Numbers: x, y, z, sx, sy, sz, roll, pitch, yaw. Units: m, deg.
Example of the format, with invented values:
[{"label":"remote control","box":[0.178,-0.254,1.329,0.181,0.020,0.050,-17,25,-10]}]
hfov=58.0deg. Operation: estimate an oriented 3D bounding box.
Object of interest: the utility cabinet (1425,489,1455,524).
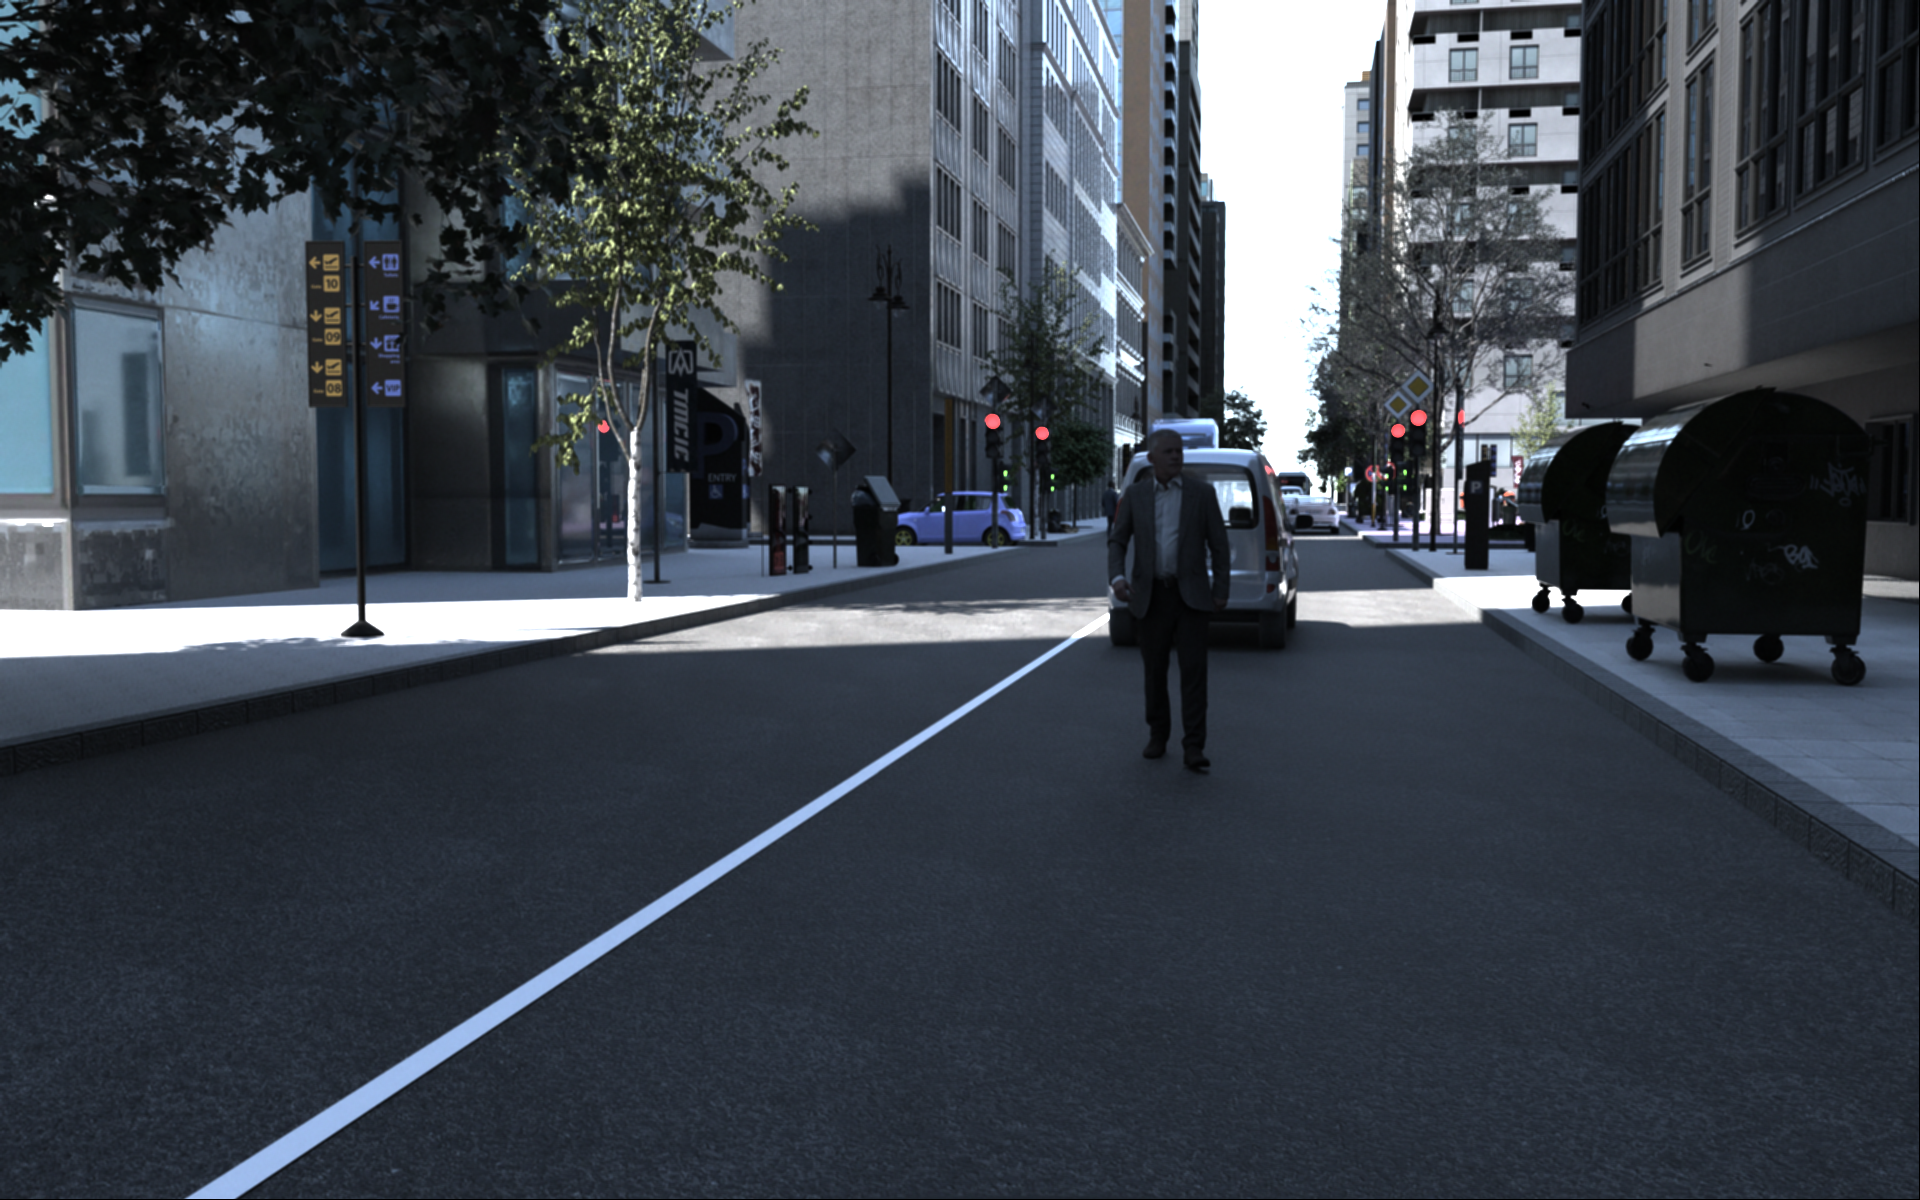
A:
[{"label":"utility cabinet","box":[20.458,-3.984,73.821,1.173,1.500,0.318,1,4,11]}]

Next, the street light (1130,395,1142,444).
[{"label":"street light","box":[8.240,-6.624,81.093,0.468,5.910,1.993,1,4,11]}]

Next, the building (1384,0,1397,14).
[{"label":"building","box":[44.309,-30.789,153.510,14.600,45.320,14.200,1,4,11]}]

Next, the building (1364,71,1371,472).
[{"label":"building","box":[46.684,-31.644,167.488,14.600,45.320,14.200,1,4,11]}]

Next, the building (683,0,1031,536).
[{"label":"building","box":[-4.894,-14.975,62.860,12.078,24.808,19.932,1,4,11]}]

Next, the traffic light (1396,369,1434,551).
[{"label":"traffic light","box":[10.279,-3.065,39.036,0.839,4.253,0.868,1,4,11]}]

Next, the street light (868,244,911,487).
[{"label":"street light","box":[-1.306,-3.637,32.250,0.468,5.910,1.993,1,4,11]}]

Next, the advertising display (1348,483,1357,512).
[{"label":"advertising display","box":[22.117,-5.599,96.752,0.974,1.923,0.123,-1,4,-23]}]

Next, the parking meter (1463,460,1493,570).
[{"label":"parking meter","box":[8.791,-1.454,29.491,0.399,1.863,0.255,2,4,28]}]

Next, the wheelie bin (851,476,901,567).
[{"label":"wheelie bin","box":[-1.524,-1.397,30.752,0.693,1.594,0.980,2,4,33]}]

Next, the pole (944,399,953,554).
[{"label":"pole","box":[-0.247,-2.649,37.150,0.158,3.312,0.155,0,3,0]}]

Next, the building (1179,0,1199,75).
[{"label":"building","box":[21.693,-47.741,218.816,20.563,71.187,20.611,1,4,11]}]

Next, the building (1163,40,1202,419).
[{"label":"building","box":[13.770,-34.071,180.757,21.300,48.544,21.600,1,4,11]}]

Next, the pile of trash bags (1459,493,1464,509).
[{"label":"pile of trash bags","box":[30.223,-5.447,98.816,3.447,1.369,1.912,0,4,0]}]

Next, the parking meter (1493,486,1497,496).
[{"label":"parking meter","box":[34.449,-6.492,111.861,0.399,1.863,0.255,3,4,36]}]

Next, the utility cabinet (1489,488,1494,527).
[{"label":"utility cabinet","box":[19.555,-3.404,64.335,0.318,1.500,1.173,2,4,26]}]

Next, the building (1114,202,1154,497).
[{"label":"building","box":[5.819,-16.874,112.042,11.583,22.565,21.152,1,4,11]}]

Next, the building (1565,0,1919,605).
[{"label":"building","box":[17.046,-13.977,22.030,14.314,27.812,24.014,1,4,11]}]

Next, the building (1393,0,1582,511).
[{"label":"building","box":[47.413,-33.163,131.451,28.713,52.752,27.495,1,4,11]}]

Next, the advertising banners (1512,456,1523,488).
[{"label":"advertising banners","box":[26.235,-5.071,79.096,2.074,3.025,0.090,1,4,11]}]

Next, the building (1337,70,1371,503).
[{"label":"building","box":[64.657,-43.072,246.225,21.231,58.520,28.212,1,4,11]}]

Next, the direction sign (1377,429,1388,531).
[{"label":"direction sign","box":[14.880,-4.216,60.926,0.379,3.537,0.876,2,4,30]}]

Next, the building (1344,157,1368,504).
[{"label":"building","box":[54.693,-32.302,211.724,14.154,41.232,14.086,1,4,11]}]

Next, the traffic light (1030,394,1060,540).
[{"label":"traffic light","box":[2.370,-3.656,48.691,0.839,4.253,0.868,1,4,11]}]

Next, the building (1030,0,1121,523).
[{"label":"building","box":[0.943,-18.922,86.863,11.434,29.767,29.804,1,4,11]}]

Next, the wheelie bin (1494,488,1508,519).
[{"label":"wheelie bin","box":[28.143,-5.022,90.018,0.693,1.594,0.980,0,4,1]}]

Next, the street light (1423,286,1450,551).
[{"label":"street light","box":[10.586,-4.026,38.607,0.468,5.910,1.993,1,4,11]}]

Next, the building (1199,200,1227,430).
[{"label":"building","box":[28.784,-33.786,235.993,14.154,41.232,14.086,1,4,11]}]

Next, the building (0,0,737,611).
[{"label":"building","box":[-20.294,-25.073,29.552,30.456,49.044,23.786,1,4,11]}]

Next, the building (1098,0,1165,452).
[{"label":"building","box":[7.945,-29.405,130.888,14.600,45.320,14.200,1,4,11]}]

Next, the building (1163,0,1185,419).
[{"label":"building","box":[9.172,-51.358,152.373,22.319,86.520,31.000,1,4,11]}]

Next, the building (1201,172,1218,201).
[{"label":"building","box":[27.995,-39.093,258.773,23.786,49.044,30.456,1,4,11]}]

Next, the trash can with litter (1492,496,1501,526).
[{"label":"trash can with litter","box":[18.545,-2.950,59.297,1.678,1.210,2.233,2,4,30]}]

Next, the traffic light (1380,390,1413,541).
[{"label":"traffic light","box":[11.808,-3.545,46.874,0.839,4.253,0.868,1,4,11]}]

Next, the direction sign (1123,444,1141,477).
[{"label":"direction sign","box":[7.713,-5.248,77.808,0.876,3.537,0.379,2,4,29]}]

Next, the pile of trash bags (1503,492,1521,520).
[{"label":"pile of trash bags","box":[28.638,-4.682,86.297,3.447,1.369,1.912,-1,4,-14]}]

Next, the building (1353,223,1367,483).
[{"label":"building","box":[48.873,-25.167,183.188,14.160,30.474,14.107,1,4,11]}]

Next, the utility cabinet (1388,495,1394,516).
[{"label":"utility cabinet","box":[24.849,-5.425,99.861,0.306,1.237,1.020,0,4,8]}]

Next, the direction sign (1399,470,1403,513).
[{"label":"direction sign","box":[30.139,-7.784,119.269,0.876,3.537,0.379,-1,4,-13]}]

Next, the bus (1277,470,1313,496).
[{"label":"bus","box":[28.061,-9.210,145.443,2.948,3.499,13.247,1,4,13]}]

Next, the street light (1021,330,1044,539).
[{"label":"street light","box":[2.045,-4.662,49.004,0.468,5.910,1.993,1,4,11]}]

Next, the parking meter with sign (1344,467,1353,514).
[{"label":"parking meter with sign","box":[25.760,-7.212,114.184,0.543,3.016,1.738,2,4,24]}]

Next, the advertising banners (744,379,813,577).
[{"label":"advertising banners","box":[-2.858,-1.900,27.255,0.090,3.025,2.074,2,4,24]}]

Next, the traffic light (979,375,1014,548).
[{"label":"traffic light","box":[0.842,-3.176,40.853,0.839,4.253,0.868,1,4,11]}]

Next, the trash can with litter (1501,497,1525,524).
[{"label":"trash can with litter","box":[19.818,-3.075,61.664,1.055,1.170,0.624,2,4,34]}]
